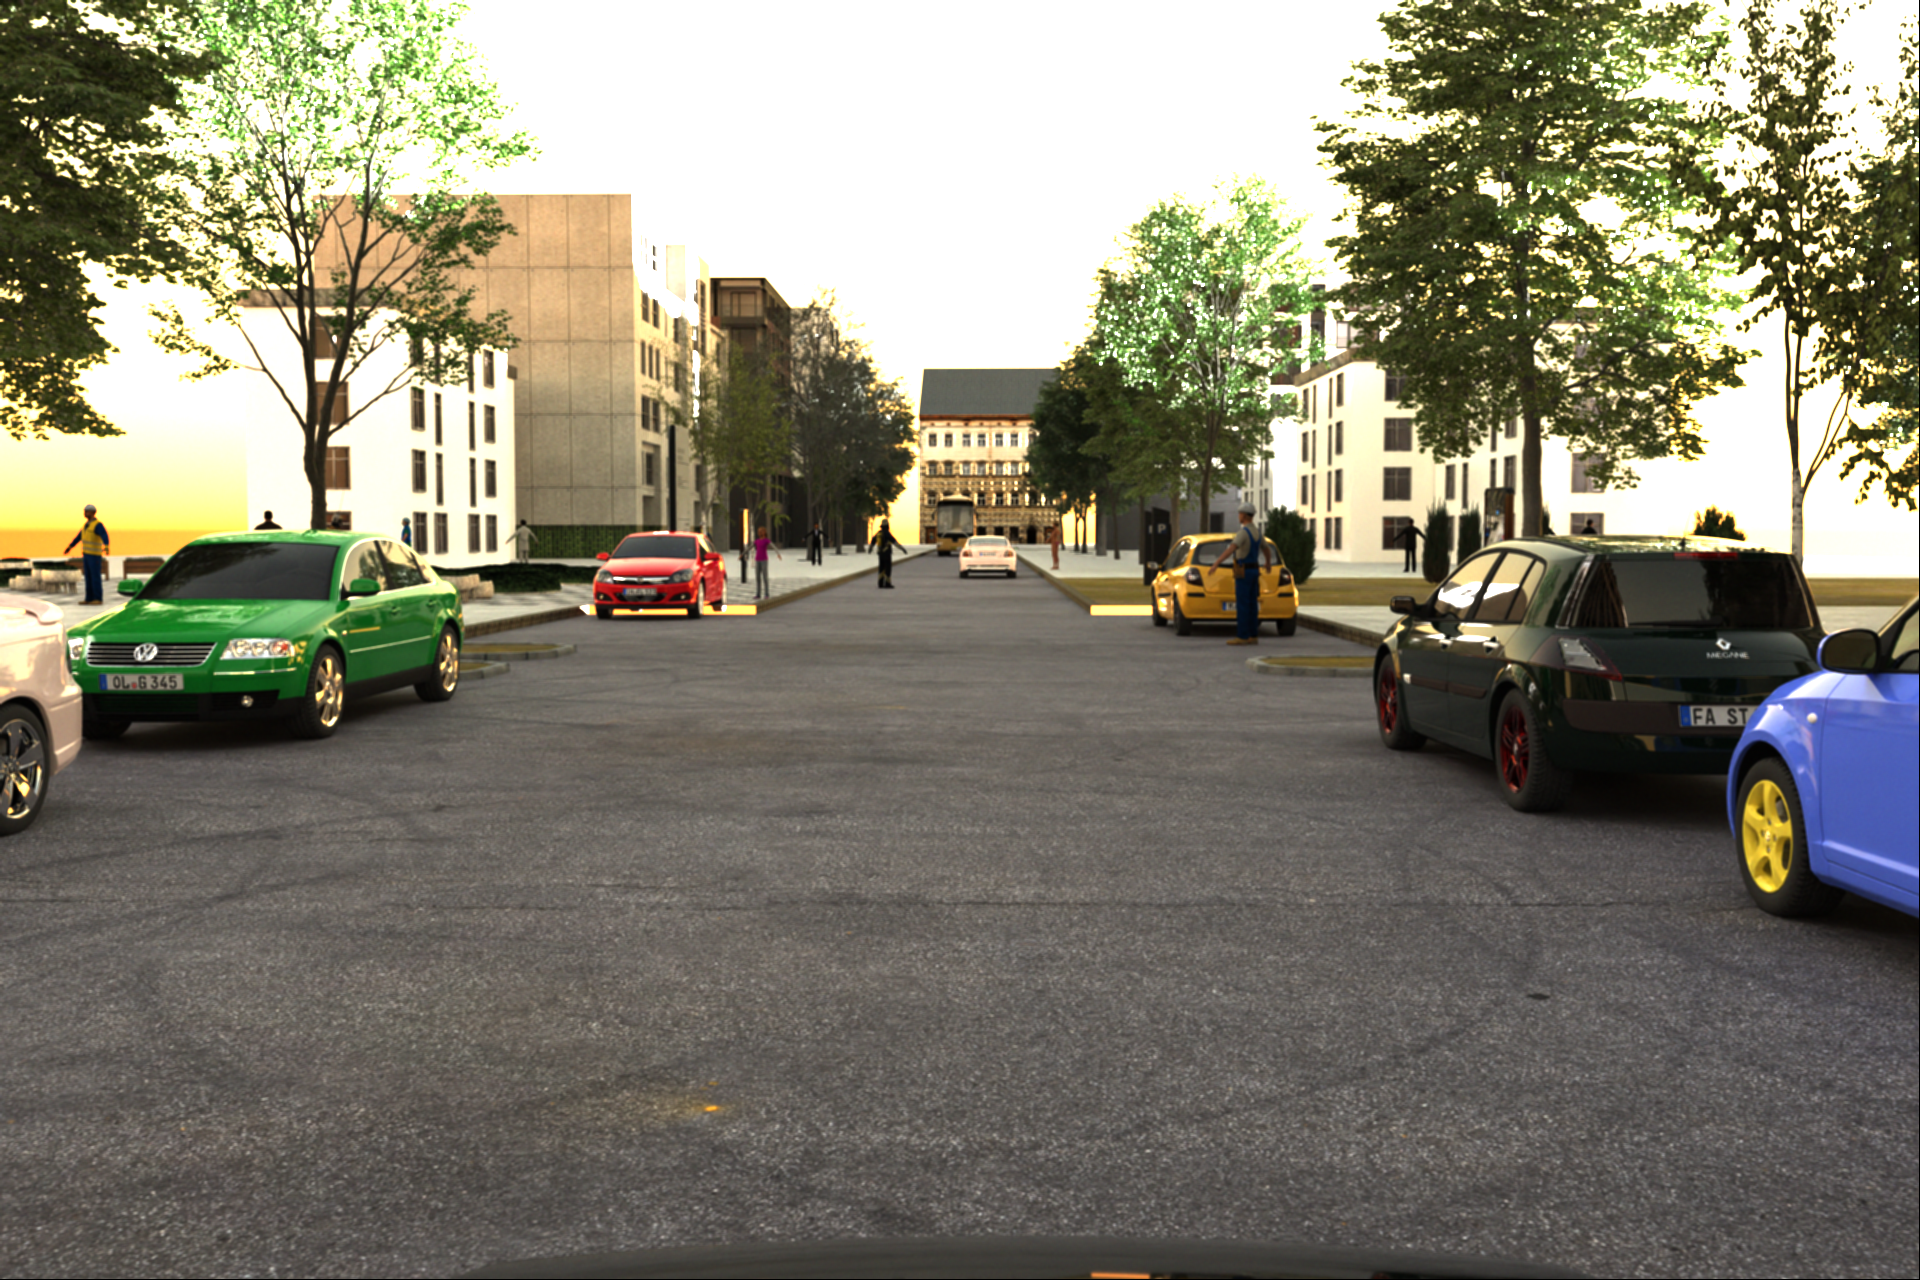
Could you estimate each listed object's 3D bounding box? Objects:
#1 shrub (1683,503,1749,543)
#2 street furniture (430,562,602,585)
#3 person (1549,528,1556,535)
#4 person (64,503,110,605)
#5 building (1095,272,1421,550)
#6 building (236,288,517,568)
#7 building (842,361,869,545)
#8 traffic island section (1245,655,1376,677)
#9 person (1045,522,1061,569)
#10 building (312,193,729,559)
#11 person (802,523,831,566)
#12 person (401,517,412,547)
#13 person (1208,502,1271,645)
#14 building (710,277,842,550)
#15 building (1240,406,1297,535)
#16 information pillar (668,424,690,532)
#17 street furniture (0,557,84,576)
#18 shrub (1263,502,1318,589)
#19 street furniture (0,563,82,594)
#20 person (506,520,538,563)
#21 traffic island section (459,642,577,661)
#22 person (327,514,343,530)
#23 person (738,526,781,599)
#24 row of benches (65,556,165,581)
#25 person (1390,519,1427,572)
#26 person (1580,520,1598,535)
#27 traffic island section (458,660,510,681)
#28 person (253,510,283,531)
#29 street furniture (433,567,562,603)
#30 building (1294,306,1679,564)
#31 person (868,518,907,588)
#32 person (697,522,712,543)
[{"bbox_3d":[17.902,-2.246,41.135,1.690,2.028,1.600,0,3,0],"label":"shrub"},{"bbox_3d":[-11.681,-1.941,47.368,10.072,0.657,5.734,2,4,32],"label":"street furniture"},{"bbox_3d":[18.487,-2.994,54.883,1.347,1.837,0.705,3,5,41],"label":"person"},{"bbox_3d":[-15.733,-1.551,31.331,1.349,1.833,0.705,2,4,33],"label":"person"},{"bbox_3d":[25.661,-18.833,151.895,27.936,21.610,32.646,0,4,1],"label":"building"},{"bbox_3d":[-23.507,-8.028,73.402,9.099,9.664,28.070,0,4,2],"label":"building"},{"bbox_3d":[-25.635,-21.809,200.544,27.936,21.610,32.646,0,4,1],"label":"building"},{"bbox_3d":[4.069,0.279,18.306,1.991,0.108,1.994,0,4,1],"label":"traffic island section"},{"bbox_3d":[3.396,-3.439,63.030,0.721,1.733,1.217,2,4,29],"label":"person"},{"bbox_3d":[-24.975,-14.655,106.060,16.747,18.905,31.486,0,4,1],"label":"building"},{"bbox_3d":[-5.837,-3.899,70.463,1.216,1.740,0.721,0,4,-2],"label":"person"},{"bbox_3d":[-17.855,-3.036,55.763,0.704,1.817,1.347,-1,4,-12],"label":"person"},{"bbox_3d":[3.691,-0.864,22.438,0.705,1.847,1.347,3,5,43],"label":"person"},{"bbox_3d":[-25.768,-18.979,154.281,27.936,21.610,32.646,0,4,1],"label":"building"},{"bbox_3d":[24.974,-10.475,113.419,9.099,9.664,28.070,0,4,1],"label":"building"},{"bbox_3d":[-6.146,-2.853,37.963,0.184,3.620,1.656,0,4,1],"label":"information pillar"},{"bbox_3d":[-29.141,-2.177,51.227,5.734,0.657,10.072,-1,4,-13],"label":"street furniture"},{"bbox_3d":[7.451,-2.175,39.976,1.690,2.028,1.600,0,3,0],"label":"shrub"},{"bbox_3d":[-23.291,-1.455,39.410,5.734,0.657,10.072,-2,4,-35],"label":"street furniture"},{"bbox_3d":[-16.062,-3.515,63.656,0.705,1.806,1.347,3,5,44],"label":"person"},{"bbox_3d":[-5.649,0.144,20.517,1.991,0.108,1.994,0,4,1],"label":"traffic island section"},{"bbox_3d":[-18.019,-2.716,50.178,0.705,1.858,1.354,0,4,-1],"label":"person"},{"bbox_3d":[-3.940,-1.522,34.156,0.991,1.433,0.599,2,4,26],"label":"person"},{"bbox_3d":[-22.903,-2.017,48.438,4.104,0.672,1.422,-2,4,-25],"label":"row of benches"},{"bbox_3d":[15.210,-3.196,58.476,1.346,1.802,0.704,0,4,-5],"label":"person"},{"bbox_3d":[23.009,-3.490,63.242,0.705,1.806,1.347,-1,4,-22],"label":"person"},{"bbox_3d":[-5.691,0.325,17.560,1.991,0.108,1.994,0,4,2],"label":"traffic island section"},{"bbox_3d":[-15.502,-2.001,38.849,1.346,1.812,0.704,-2,4,-29],"label":"person"},{"bbox_3d":[-11.616,-1.252,36.091,5.734,0.657,10.072,0,4,-1],"label":"street furniture"},{"bbox_3d":[22.090,-8.313,78.060,9.099,9.664,28.070,0,4,1],"label":"building"},{"bbox_3d":[-1.964,-2.297,45.788,1.354,1.856,0.705,3,5,40],"label":"person"},{"bbox_3d":[-10.443,-3.875,69.823,0.721,1.772,1.216,3,5,40],"label":"person"}]
